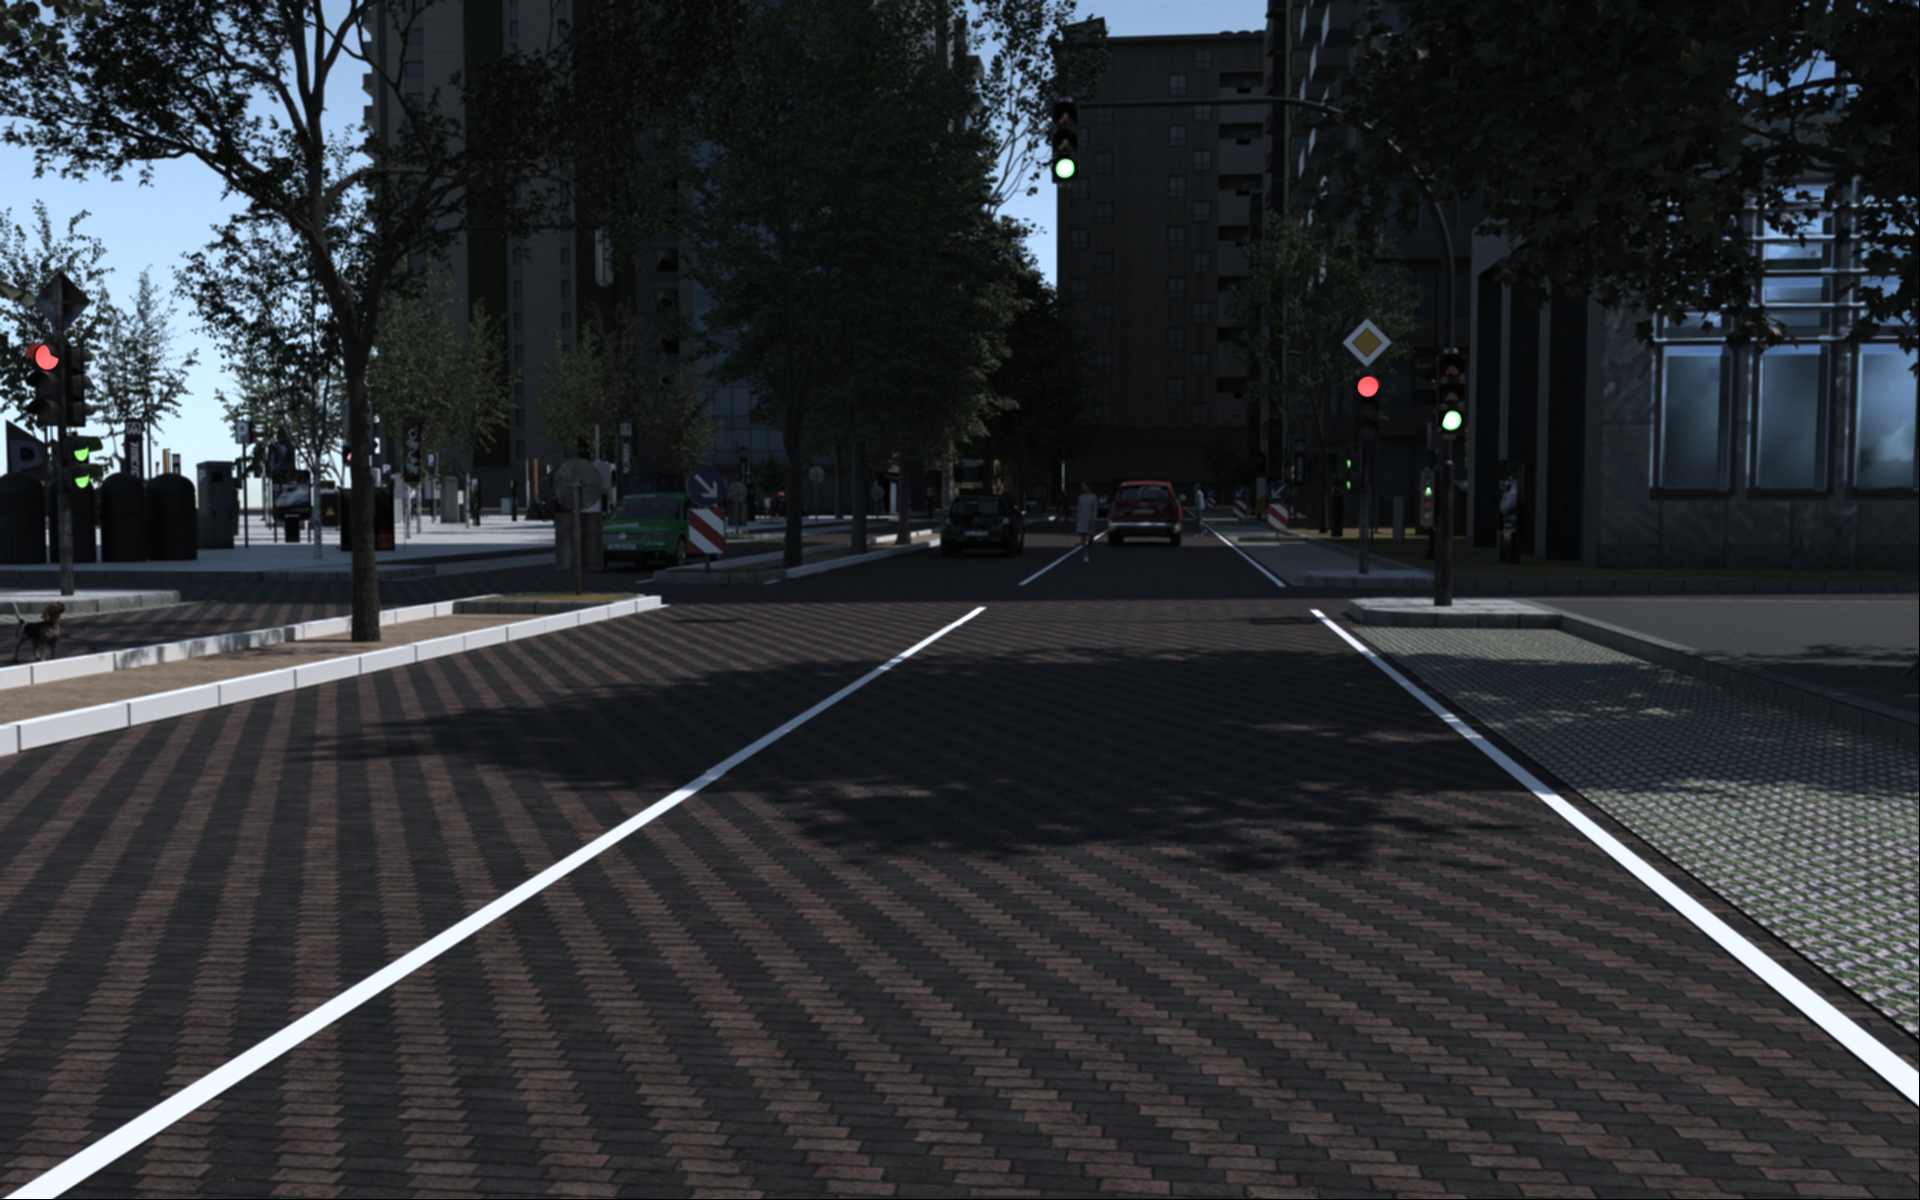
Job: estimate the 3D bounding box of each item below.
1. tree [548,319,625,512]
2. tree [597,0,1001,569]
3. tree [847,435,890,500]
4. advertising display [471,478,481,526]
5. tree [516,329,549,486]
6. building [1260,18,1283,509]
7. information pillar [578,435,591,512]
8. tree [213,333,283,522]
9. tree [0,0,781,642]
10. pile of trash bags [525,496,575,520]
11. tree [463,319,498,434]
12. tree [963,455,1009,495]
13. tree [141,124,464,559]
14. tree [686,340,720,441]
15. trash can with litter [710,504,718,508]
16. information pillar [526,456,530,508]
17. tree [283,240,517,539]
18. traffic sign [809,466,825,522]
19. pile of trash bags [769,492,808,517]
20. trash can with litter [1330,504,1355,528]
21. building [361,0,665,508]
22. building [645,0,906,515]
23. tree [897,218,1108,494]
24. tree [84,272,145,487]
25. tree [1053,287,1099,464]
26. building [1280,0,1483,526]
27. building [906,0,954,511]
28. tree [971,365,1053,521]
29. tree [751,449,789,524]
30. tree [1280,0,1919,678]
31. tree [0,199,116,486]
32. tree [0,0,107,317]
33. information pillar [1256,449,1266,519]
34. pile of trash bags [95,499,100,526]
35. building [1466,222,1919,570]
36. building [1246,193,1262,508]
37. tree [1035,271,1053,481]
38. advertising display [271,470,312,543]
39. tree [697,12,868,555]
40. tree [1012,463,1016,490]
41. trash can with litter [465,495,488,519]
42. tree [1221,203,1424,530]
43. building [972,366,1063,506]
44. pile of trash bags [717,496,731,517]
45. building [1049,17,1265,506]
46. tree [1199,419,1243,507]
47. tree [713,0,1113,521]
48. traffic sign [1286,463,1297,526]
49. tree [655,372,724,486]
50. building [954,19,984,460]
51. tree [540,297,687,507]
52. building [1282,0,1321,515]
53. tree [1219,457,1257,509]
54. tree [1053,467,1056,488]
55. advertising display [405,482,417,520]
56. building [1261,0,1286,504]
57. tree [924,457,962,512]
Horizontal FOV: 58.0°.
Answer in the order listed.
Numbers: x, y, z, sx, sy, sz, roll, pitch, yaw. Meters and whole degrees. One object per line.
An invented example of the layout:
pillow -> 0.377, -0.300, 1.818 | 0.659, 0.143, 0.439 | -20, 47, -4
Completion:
tree -> -16.288, -7.529, 73.463 | 4.737, 8.622, 4.395 | 0, 3, 0
tree -> -3.073, -6.367, 32.311 | 9.928, 11.665, 9.643 | 0, 3, 0
tree -> -4.941, -9.245, 101.523 | 4.360, 8.622, 3.978 | 0, 3, 0
advertising display -> -19.334, -3.913, 69.198 | 0.123, 1.923, 0.974 | -2, 4, -30
tree -> -18.672, -7.050, 65.625 | 4.737, 8.622, 4.395 | 0, 3, 0
building -> 34.005, -30.750, 152.872 | 14.600, 45.320, 14.200 | 0, 4, 7
information pillar -> -14.978, -4.755, 69.094 | 0.504, 3.616, 0.183 | 0, 4, -6
tree -> -31.761, -7.869, 79.028 | 4.737, 8.622, 4.395 | 0, 3, 0
tree -> -5.683, -4.888, 16.786 | 8.767, 10.594, 7.601 | 0, 4, 7
pile of trash bags -> -19.841, -4.629, 85.435 | 1.912, 1.369, 3.447 | 1, 4, 21
tree -> -17.453, -6.480, 56.304 | 4.360, 8.622, 3.978 | 0, 3, 0
tree -> 1.268, -12.271, 150.988 | 4.360, 8.622, 3.978 | 0, 3, 0
tree -> -12.948, -5.129, 34.216 | 4.360, 8.622, 3.978 | 0, 3, 0
tree -> -13.310, -7.928, 79.978 | 4.360, 8.622, 3.978 | 0, 3, 0
trash can with litter -> -9.041, -3.030, 60.920 | 1.055, 1.170, 0.624 | -1, 4, -12
information pillar -> -26.836, -7.114, 107.669 | 0.183, 3.616, 0.504 | -2, 4, -28
tree -> -16.017, -6.059, 49.431 | 4.737, 8.622, 4.395 | 0, 3, 0
traffic sign -> -6.534, -4.812, 78.774 | 0.768, 2.556, 0.104 | 1, 4, 14
pile of trash bags -> -9.704, -5.316, 96.666 | 1.912, 1.369, 3.447 | -1, 4, -20
trash can with litter -> 14.453, -3.293, 65.231 | 1.055, 1.170, 0.624 | 1, 4, 12
building -> -42.971, -38.552, 172.330 | 28.212, 58.520, 21.231 | 0, 4, 7
building -> -11.382, -28.273, 112.376 | 14.600, 45.320, 14.200 | 0, 4, 7
tree -> 1.141, -9.252, 70.730 | 9.611, 12.733, 9.660 | 0, 3, 0
tree -> -26.723, -6.453, 55.876 | 4.360, 8.622, 3.978 | 0, 3, 0
tree -> 2.861, -10.020, 84.416 | 7.486, 12.596, 7.792 | 0, 3, 0
building -> 27.607, -28.155, 79.935 | 23.786, 49.044, 30.456 | 0, 4, 7
building -> -12.605, -36.173, 133.434 | 21.231, 58.520, 28.212 | 0, 4, 7
tree -> 1.718, -7.682, 78.428 | 4.737, 8.622, 4.395 | 0, 3, 0
tree -> -8.198, -4.870, 74.229 | 1.663, 3.219, 1.824 | 0, 3, 0
tree -> 7.021, -5.790, 11.676 | 9.611, 12.733, 9.660 | 0, 3, 0
tree -> -22.650, -5.638, 42.543 | 4.737, 8.622, 4.395 | 0, 3, 0
tree -> -6.935, -5.954, 6.459 | 9.857, 13.997, 8.962 | 0, 3, 0
information pillar -> 15.442, -5.961, 88.814 | 0.504, 3.616, 0.183 | 0, 4, 6
pile of trash bags -> -35.356, -3.653, 69.476 | 1.912, 1.369, 3.447 | 1, 4, 21
building -> 27.663, -44.267, 36.429 | 31.000, 86.520, 22.319 | 0, 4, 7
building -> 34.782, -24.205, 167.460 | 14.160, 30.474, 14.107 | 0, 4, 7
tree -> -1.628, -7.829, 48.588 | 7.486, 12.596, 7.792 | 0, 3, 0
advertising display -> -17.614, -2.474, 45.659 | 0.974, 1.923, 0.123 | -1, 4, -9
tree -> -2.459, -7.369, 41.062 | 7.486, 12.596, 7.792 | 0, 3, 0
tree -> 3.871, -13.182, 165.882 | 4.360, 8.622, 3.978 | 0, 3, 0
trash can with litter -> -26.807, -5.222, 96.442 | 1.678, 1.210, 2.233 | 1, 4, 9
tree -> 13.020, -8.365, 62.527 | 9.928, 11.665, 9.643 | 0, 3, 0
building -> -3.049, -21.972, 204.273 | 28.899, 21.520, 27.650 | 0, 4, 7
pile of trash bags -> -13.470, -5.304, 96.480 | 1.912, 1.369, 3.447 | 0, 4, -1
building -> 24.954, -37.357, 200.025 | 27.495, 52.752, 28.713 | 0, 4, 7
tree -> 25.349, -13.338, 168.443 | 4.360, 8.622, 3.978 | 0, 3, 0
tree -> -1.535, -12.306, 59.551 | 12.611, 20.169, 13.585 | 0, 3, 0
traffic sign -> 13.594, -4.283, 70.128 | 0.768, 2.556, 0.104 | 1, 4, 11
tree -> -16.155, -9.333, 102.949 | 4.737, 8.622, 4.395 | 0, 3, 0
building -> -13.285, -33.533, 167.871 | 30.456, 49.044, 23.786 | 0, 4, 7
tree -> -13.072, -6.972, 64.353 | 4.360, 8.622, 3.978 | 0, 3, 0
building -> 27.485, -26.040, 109.343 | 14.154, 41.232, 14.086 | 0, 4, 7
tree -> 24.350, -10.284, 151.859 | 4.285, 4.588, 4.351 | 0, 3, 0
tree -> 3.414, -8.434, 90.714 | 4.737, 8.622, 4.395 | 0, 3, 0
advertising display -> -27.181, -4.914, 85.555 | 0.123, 1.923, 0.974 | 1, 4, 18
building -> 34.418, -29.115, 130.652 | 22.147, 44.769, 28.867 | 0, 4, 7
tree -> -0.938, -8.673, 125.514 | 4.285, 4.588, 4.351 | 0, 3, 0
